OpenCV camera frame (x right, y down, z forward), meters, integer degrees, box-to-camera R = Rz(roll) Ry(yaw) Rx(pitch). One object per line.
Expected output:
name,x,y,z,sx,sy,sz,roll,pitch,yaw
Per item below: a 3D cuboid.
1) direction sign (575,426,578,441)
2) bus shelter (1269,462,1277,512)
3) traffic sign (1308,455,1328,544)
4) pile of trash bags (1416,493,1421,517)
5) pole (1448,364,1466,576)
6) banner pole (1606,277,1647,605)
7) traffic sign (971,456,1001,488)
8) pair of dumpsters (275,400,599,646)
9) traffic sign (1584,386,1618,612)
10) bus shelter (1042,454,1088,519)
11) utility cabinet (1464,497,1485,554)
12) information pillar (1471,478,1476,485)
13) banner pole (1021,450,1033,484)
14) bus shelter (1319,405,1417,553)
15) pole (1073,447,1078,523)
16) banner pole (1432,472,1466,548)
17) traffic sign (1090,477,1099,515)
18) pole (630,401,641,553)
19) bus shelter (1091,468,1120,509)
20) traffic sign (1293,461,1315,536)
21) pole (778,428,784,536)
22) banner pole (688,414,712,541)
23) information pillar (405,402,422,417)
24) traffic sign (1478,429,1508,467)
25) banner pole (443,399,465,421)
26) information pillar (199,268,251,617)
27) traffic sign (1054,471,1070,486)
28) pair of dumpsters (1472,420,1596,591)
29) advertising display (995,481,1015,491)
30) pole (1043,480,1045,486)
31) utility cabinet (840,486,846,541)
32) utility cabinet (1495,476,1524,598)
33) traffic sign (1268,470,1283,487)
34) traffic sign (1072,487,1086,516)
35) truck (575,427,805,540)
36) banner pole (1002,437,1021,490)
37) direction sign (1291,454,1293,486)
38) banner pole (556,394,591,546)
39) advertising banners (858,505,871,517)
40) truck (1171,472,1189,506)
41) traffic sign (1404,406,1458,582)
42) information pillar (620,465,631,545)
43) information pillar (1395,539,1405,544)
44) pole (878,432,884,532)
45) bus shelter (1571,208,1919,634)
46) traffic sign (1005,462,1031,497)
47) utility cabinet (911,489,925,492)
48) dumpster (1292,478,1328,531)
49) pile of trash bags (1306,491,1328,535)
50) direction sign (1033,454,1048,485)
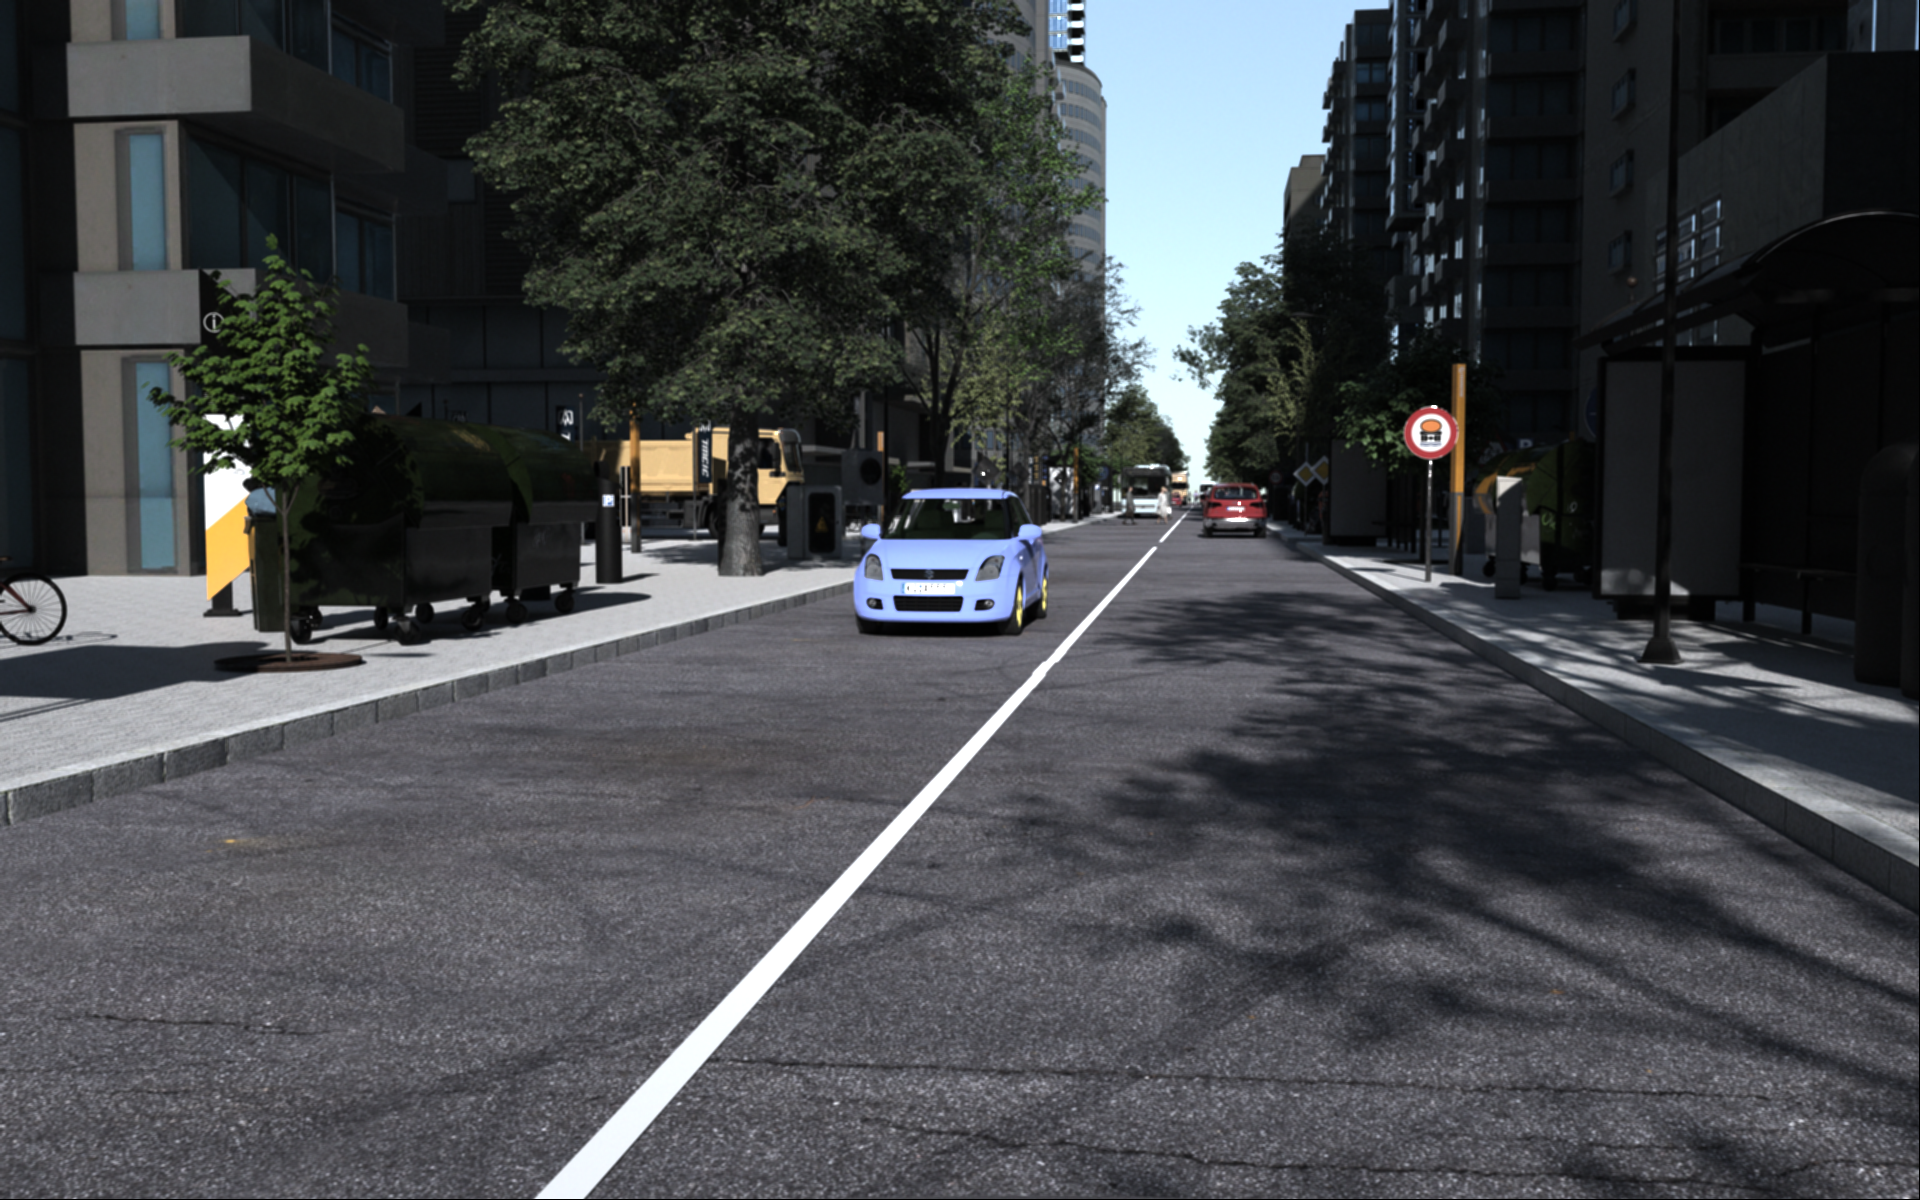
direction sign,-12.996,-4.010,57.557,0.379,3.537,0.876,2,4,31
bus shelter,19.029,-6.531,100.707,2.014,3.302,5.546,0,4,8
traffic sign,9.338,-2.497,44.465,0.795,2.450,0.064,0,4,8
pile of trash bags,21.311,-4.475,82.920,1.912,1.369,3.447,-1,4,-10
pole,7.822,-2.043,27.240,0.158,3.312,0.155,0,3,0
banner pole,7.710,-1.823,19.818,0.401,3.779,0.863,0,4,6
traffic sign,0.682,-2.572,45.702,0.795,2.450,0.064,0,4,8
pair of dumpsters,-4.933,-0.865,16.633,1.574,2.255,4.437,0,4,8
traffic sign,7.151,-1.142,18.776,0.768,2.556,0.104,1,4,16
bus shelter,5.478,-5.869,89.883,2.014,3.302,5.546,0,4,8
utility cabinet,11.349,-1.587,37.108,1.020,1.237,0.306,0,4,0
information pillar,23.462,-4.561,79.057,0.304,2.012,0.304,1,4,14
banner pole,3.809,-6.586,97.699,0.863,3.779,0.401,-2,4,-30
bus shelter,9.463,-2.814,39.939,2.014,3.302,5.546,1,4,8
pole,5.050,-5.002,75.621,0.158,3.312,0.155,0,3,0
banner pole,11.777,-3.154,41.586,0.863,3.779,0.401,0,4,-6
traffic sign,8.047,-6.445,105.481,0.768,2.556,0.104,1,4,17
pole,-7.038,-2.673,37.555,0.158,3.312,0.155,0,3,0
bus shelter,10.256,-7.933,123.626,2.014,3.302,5.546,0,4,8
traffic sign,10.453,-2.980,52.373,0.795,2.450,0.064,0,4,8
pole,-5.531,-3.653,53.572,0.158,3.312,0.155,0,3,0
banner pole,-7.101,-3.514,47.479,0.863,3.779,0.401,2,4,32
information pillar,-13.846,-3.214,43.895,0.504,3.616,0.183,-2,4,-35
traffic sign,10.642,-2.114,34.573,0.884,2.594,0.081,1,4,13
banner pole,-13.345,-3.409,45.762,0.401,3.779,0.863,3,5,44
information pillar,-7.658,-1.635,18.084,0.504,3.616,0.183,-1,4,-10
traffic sign,5.033,-5.179,85.860,0.795,2.450,0.064,1,4,10
pair of dumpsters,8.443,-1.357,24.678,1.574,2.255,4.437,0,4,8
advertising display,2.236,-4.964,86.375,0.974,1.923,0.123,0,4,-7
pole,5.144,-6.877,106.288,0.158,3.312,0.155,0,3,0
utility cabinet,-3.710,-2.349,47.085,1.173,1.500,0.318,-1,4,-9
utility cabinet,6.869,-0.793,21.644,0.318,1.500,1.173,1,4,18
traffic sign,16.873,-5.656,92.581,0.768,2.556,0.104,1,4,15
traffic sign,6.141,-6.453,99.379,2.265,3.308,0.079,1,4,15
truck,-8.652,-3.372,51.056,9.791,3.379,3.469,0,4,7
banner pole,2.107,-5.225,75.438,0.401,3.779,0.863,3,4,38
direction sign,17.524,-6.084,91.464,0.379,3.537,0.876,1,4,13
banner pole,-9.660,-3.253,43.197,0.863,3.779,0.401,0,4,-3
advertising banners,-5.819,-6.201,97.566,2.074,3.025,0.090,3,5,40
truck,27.566,-14.082,219.151,2.839,4.237,11.283,0,4,8
traffic sign,6.843,-1.537,25.238,0.768,2.556,0.104,1,4,11
information pillar,-8.458,-2.427,44.167,0.304,2.012,0.304,-3,5,-42
information pillar,11.493,-2.477,44.991,0.304,2.012,0.304,0,4,6
pole,-2.583,-3.841,56.645,0.158,3.312,0.155,0,3,0
bus shelter,6.898,-1.292,15.042,2.014,3.302,5.546,1,4,8
traffic sign,1.797,-3.056,53.609,0.795,2.450,0.064,0,4,8
utility cabinet,-1.683,-4.380,80.296,1.173,1.500,0.318,0,4,7
dumpster,12.356,-3.535,60.295,1.502,2.255,1.985,1,4,8
pile of trash bags,11.830,-2.758,54.846,1.912,1.369,3.447,1,4,21
direction sign,4.559,-6.513,98.489,0.876,3.537,0.379,0,4,7
